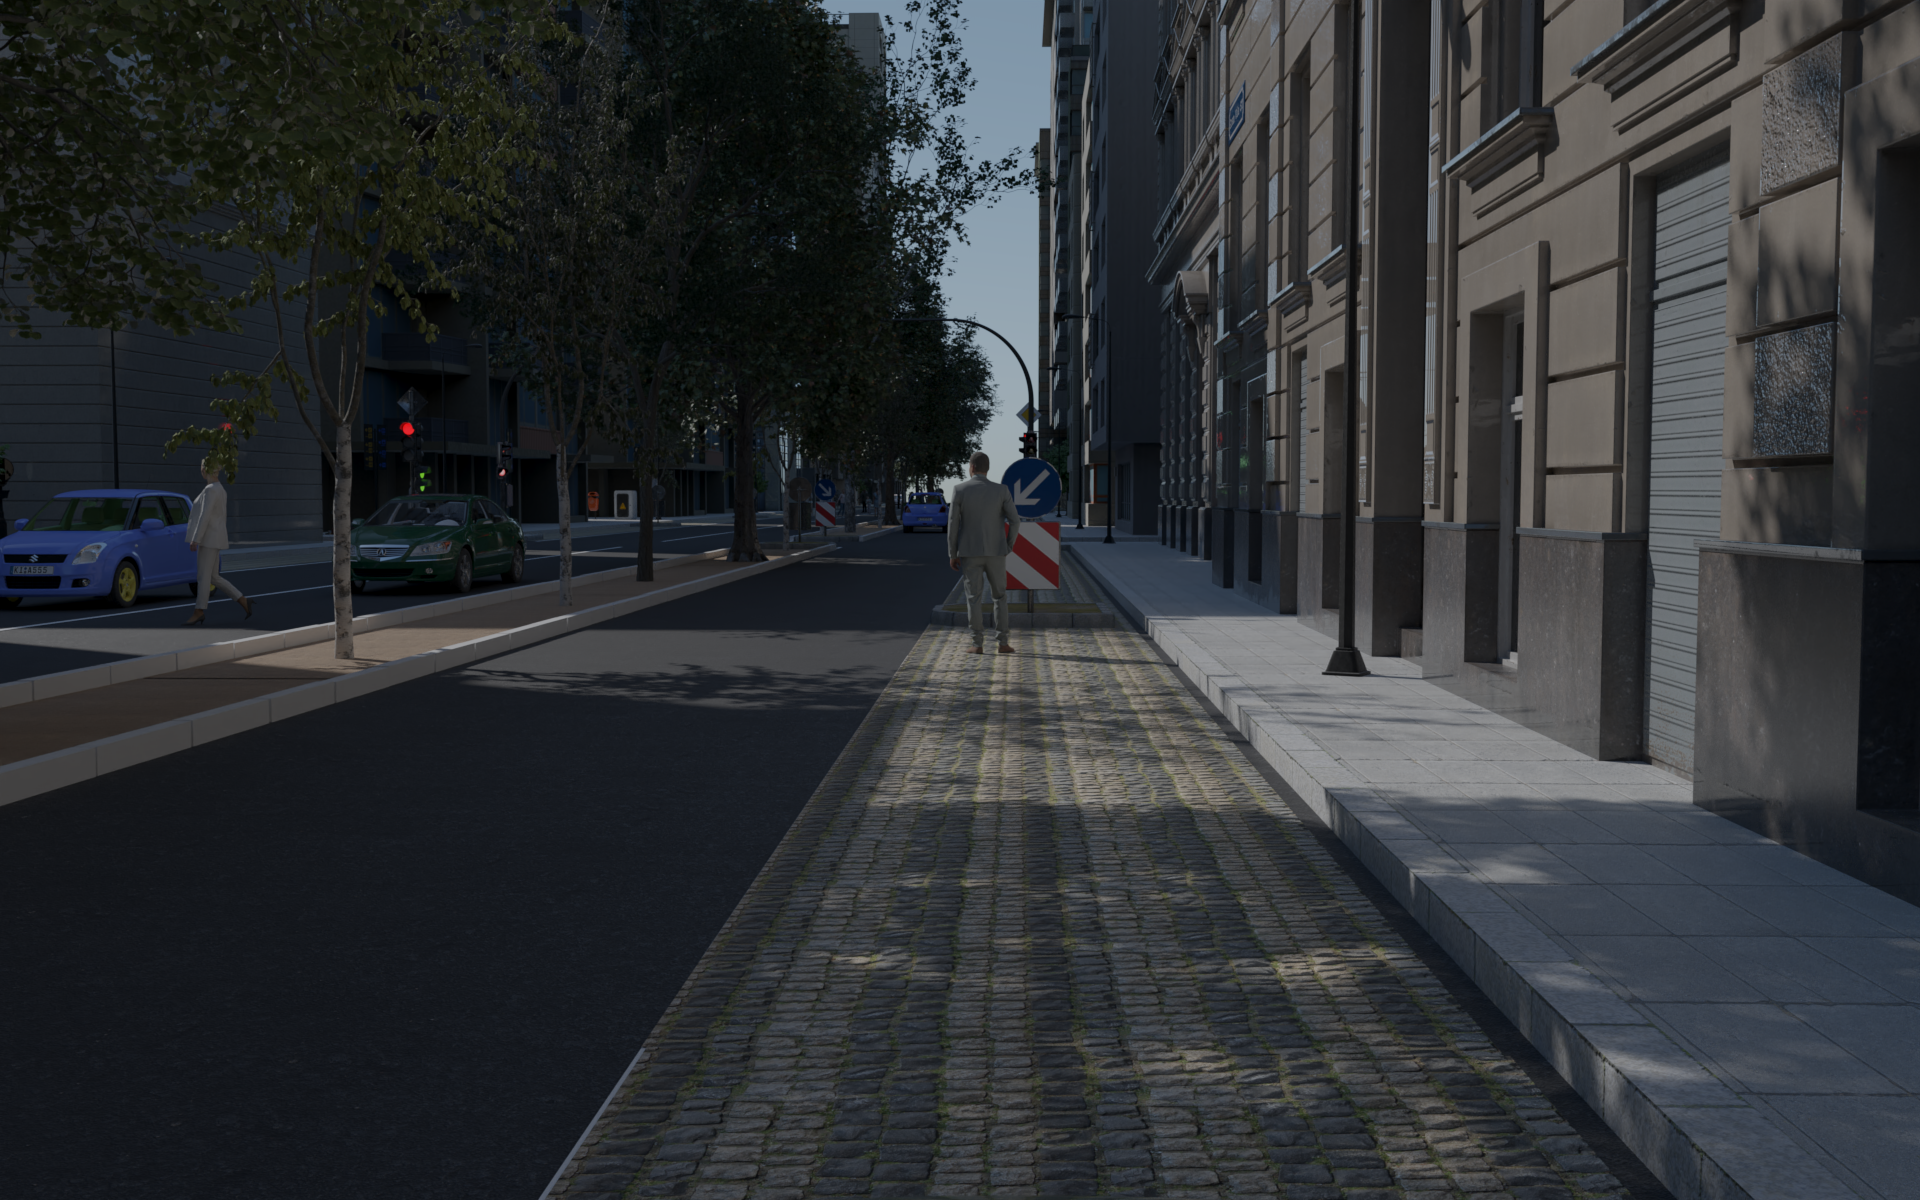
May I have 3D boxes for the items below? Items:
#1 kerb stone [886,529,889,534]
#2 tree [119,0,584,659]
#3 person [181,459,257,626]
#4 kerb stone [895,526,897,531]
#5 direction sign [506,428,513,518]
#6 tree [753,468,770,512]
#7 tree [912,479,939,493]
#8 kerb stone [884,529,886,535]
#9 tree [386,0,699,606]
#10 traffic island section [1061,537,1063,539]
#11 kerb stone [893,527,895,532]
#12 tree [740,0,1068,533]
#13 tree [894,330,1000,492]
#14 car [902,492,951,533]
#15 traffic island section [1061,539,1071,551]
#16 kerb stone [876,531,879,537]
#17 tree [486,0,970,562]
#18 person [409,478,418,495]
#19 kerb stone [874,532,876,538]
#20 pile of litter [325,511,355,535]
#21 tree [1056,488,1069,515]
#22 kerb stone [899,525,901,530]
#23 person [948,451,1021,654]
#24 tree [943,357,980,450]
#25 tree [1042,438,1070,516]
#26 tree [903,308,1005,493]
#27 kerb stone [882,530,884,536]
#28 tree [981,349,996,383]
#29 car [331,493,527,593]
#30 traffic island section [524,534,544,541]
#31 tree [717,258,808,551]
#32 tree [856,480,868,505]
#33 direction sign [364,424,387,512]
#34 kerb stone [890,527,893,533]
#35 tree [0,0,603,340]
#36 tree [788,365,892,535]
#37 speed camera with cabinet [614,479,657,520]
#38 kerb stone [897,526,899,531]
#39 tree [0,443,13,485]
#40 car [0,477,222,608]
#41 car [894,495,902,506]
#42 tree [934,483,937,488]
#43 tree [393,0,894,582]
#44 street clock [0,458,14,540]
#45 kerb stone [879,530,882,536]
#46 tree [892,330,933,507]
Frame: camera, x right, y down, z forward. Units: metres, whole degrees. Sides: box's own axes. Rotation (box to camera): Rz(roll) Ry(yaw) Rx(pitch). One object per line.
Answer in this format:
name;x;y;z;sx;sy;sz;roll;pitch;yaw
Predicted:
kerb stone;-2.702;-2.376;61.044;0.120;0.150;1.000;0;4;2
tree;-5.369;-3.802;14.988;4.737;8.622;4.395;0;3;0
person;-8.176;-0.654;19.070;0.818;1.842;0.514;-2;4;-34
kerb stone;-2.573;-2.627;65.153;0.120;0.150;1.000;0;4;2
direction sign;-15.615;-4.166;60.103;0.379;3.537;0.876;0;4;-3
tree;-14.794;-8.172;128.213;1.663;3.219;1.824;0;3;0
tree;-1.655;-10.596;126.063;4.737;8.622;4.395;0;3;0
kerb stone;-2.736;-2.313;60.013;0.120;0.150;1.000;0;4;2
tree;-5.014;-4.206;21.585;4.360;8.622;3.978;0;3;0
traffic island section;2.120;-1.878;52.992;2.009;0.180;2.903;0;4;2
kerb stone;-2.611;-2.563;64.119;0.120;0.150;1.000;0;4;2
tree;-2.879;-12.493;62.600;12.611;20.169;13.585;0;3;0
tree;-1.872;-12.512;113.689;9.857;13.997;8.962;0;3;0
car;-1.209;-3.381;64.876;1.945;1.707;3.694;0;4;2
traffic island section;1.855;-1.390;45.011;2.009;0.180;2.903;0;4;2
kerb stone;-2.855;-2.125;56.942;0.120;0.150;1.000;0;4;2
tree;-4.547;-7.140;36.212;9.611;12.733;9.660;0;3;0
person;-17.030;-2.927;54.083;0.728;1.800;0.709;0;4;2
kerb stone;-2.885;-2.062;55.916;0.120;0.150;1.000;0;4;2
pile of litter;-19.452;-2.499;54.828;1.719;0.858;1.176;3;5;41
tree;6.829;-6.811;105.967;1.663;3.219;1.824;0;3;0
kerb stone;-2.498;-2.753;67.214;0.120;0.150;1.000;0;4;2
person;0.211;-0.419;15.456;0.635;1.810;0.391;-1;4;-12
tree;-3.137;-9.542;92.881;8.767;10.594;7.601;0;4;2
tree;6.218;-7.220;101.753;4.285;4.588;4.351;0;3;0
tree;-2.548;-11.611;102.664;12.009;13.543;11.850;0;3;0
kerb stone;-2.779;-2.251;58.992;0.120;0.150;1.000;0;4;2
tree;-3.196;-9.761;79.053;9.611;12.733;9.660;0;3;0
car;-8.034;-0.903;26.559;2.131;1.459;4.920;0;4;1
traffic island section;-14.112;-1.912;53.534;2.009;0.180;2.903;0;4;2
tree;-4.408;-5.552;43.596;4.737;8.622;4.395;0;3;0
tree;-11.876;-12.908;205.652;1.663;3.219;1.824;0;3;0
direction sign;-18.981;-3.932;56.279;0.379;3.537;0.876;2;4;31
kerb stone;-2.634;-2.502;63.097;0.120;0.150;1.000;0;4;2
tree;-5.513;-5.387;8.670;7.486;12.596;7.792;0;3;0
tree;-4.358;-6.214;54.427;4.360;8.622;3.978;0;3;0
speed camera with cabinet;-16.196;-5.631;86.394;2.038;3.252;0.660;1;4;12
kerb stone;-2.539;-2.691;66.188;0.120;0.150;1.000;0;4;2
tree;-18.071;-2.269;31.702;1.663;3.219;1.824;0;3;0
car;-11.291;-0.813;22.880;1.945;1.707;3.694;0;4;0
car;-6.981;-11.031;192.717;2.083;1.381;4.827;0;4;1
tree;-2.753;-8.198;86.856;4.360;8.622;3.978;0;3;0
tree;-5.177;-5.549;27.603;8.767;10.594;7.601;0;4;2
street clock;-18.839;-1.801;34.011;0.471;2.002;0.358;-3;5;-40
kerb stone;-2.807;-2.186;57.970;0.120;0.150;1.000;0;4;2
tree;-3.319;-7.261;71.540;4.360;8.622;3.978;0;3;0
